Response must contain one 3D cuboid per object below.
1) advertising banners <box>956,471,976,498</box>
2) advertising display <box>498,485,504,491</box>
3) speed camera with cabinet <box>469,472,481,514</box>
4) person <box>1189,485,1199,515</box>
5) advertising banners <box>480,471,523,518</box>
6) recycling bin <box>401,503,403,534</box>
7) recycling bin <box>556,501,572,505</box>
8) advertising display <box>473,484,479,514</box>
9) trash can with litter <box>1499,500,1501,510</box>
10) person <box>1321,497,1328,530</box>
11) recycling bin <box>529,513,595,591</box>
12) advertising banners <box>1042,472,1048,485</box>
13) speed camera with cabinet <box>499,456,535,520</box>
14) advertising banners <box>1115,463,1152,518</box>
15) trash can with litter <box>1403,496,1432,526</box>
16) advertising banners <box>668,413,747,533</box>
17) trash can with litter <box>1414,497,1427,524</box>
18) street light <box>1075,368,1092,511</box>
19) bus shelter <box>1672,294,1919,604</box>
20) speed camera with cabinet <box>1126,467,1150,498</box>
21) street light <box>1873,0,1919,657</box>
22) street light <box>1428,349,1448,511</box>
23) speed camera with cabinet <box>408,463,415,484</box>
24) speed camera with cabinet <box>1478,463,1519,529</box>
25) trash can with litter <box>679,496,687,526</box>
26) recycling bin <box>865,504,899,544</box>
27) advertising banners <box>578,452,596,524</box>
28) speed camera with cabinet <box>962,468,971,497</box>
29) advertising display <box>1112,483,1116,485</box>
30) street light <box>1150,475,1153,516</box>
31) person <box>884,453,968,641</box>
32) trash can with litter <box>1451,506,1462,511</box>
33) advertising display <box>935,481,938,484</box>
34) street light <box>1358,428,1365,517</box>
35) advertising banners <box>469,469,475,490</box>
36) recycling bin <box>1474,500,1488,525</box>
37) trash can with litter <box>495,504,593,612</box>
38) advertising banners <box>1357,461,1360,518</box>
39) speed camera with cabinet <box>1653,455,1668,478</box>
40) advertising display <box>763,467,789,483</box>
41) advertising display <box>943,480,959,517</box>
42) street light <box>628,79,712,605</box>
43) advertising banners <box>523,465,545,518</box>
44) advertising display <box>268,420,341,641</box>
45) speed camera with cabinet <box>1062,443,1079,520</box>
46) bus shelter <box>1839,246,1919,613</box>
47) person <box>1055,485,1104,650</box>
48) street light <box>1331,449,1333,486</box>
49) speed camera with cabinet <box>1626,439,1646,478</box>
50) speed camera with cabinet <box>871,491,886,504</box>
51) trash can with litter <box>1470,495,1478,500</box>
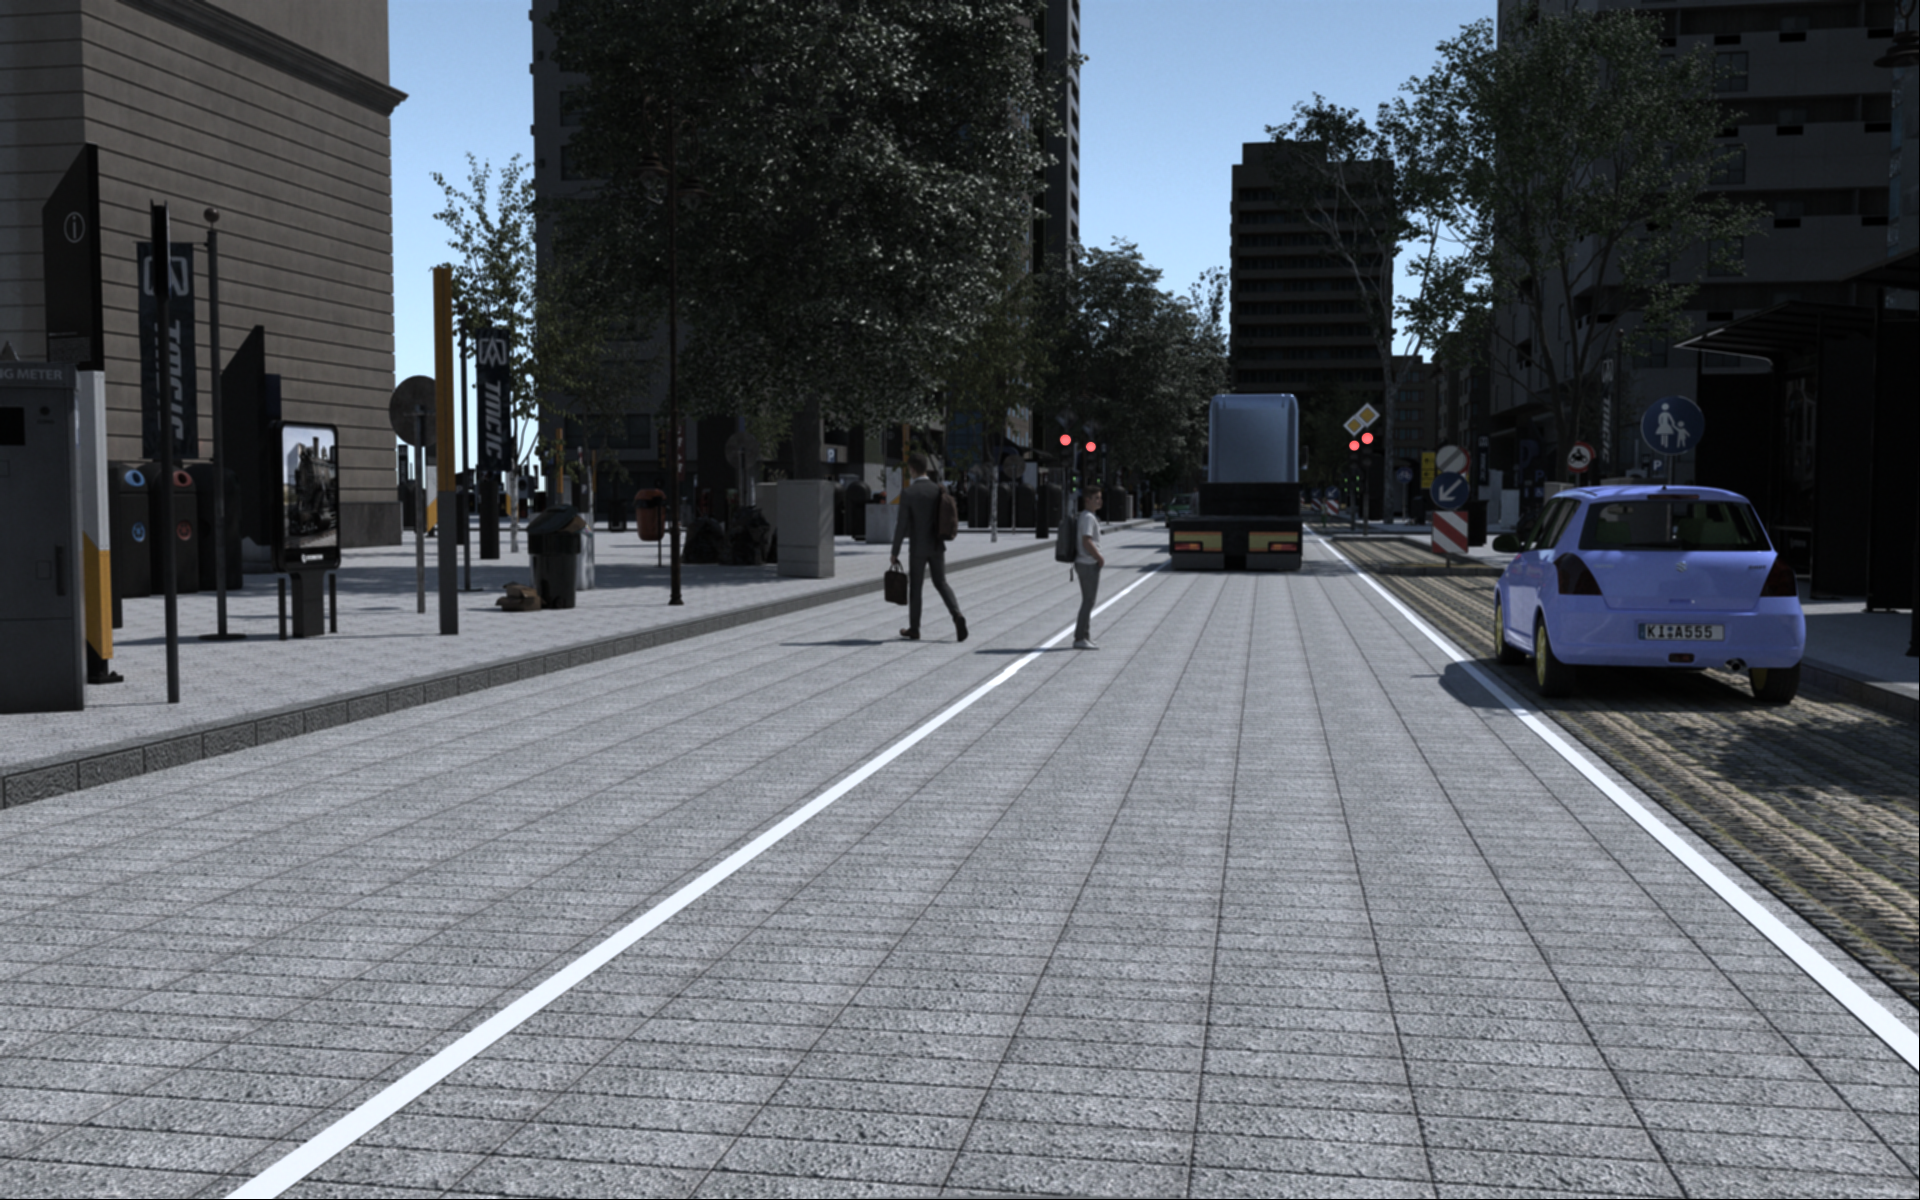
[{"bbox_3d":[0.474,-8.088,128.422,0.090,3.025,2.074,-3,5,-44],"label":"advertising banners"},{"bbox_3d":[-32.838,-7.195,122.845,0.974,1.923,0.123,1,4,12],"label":"advertising display"},{"bbox_3d":[-30.876,-7.087,110.207,0.660,3.252,2.038,2,4,31],"label":"speed camera with cabinet"},{"bbox_3d":[9.652,-3.793,70.791,0.678,1.792,0.850,2,4,26],"label":"person"},{"bbox_3d":[-23.889,-5.729,89.857,2.074,3.025,0.090,0,4,-6],"label":"advertising banners"},{"bbox_3d":[-18.533,-2.669,56.188,0.722,1.027,0.722,-2,4,-32],"label":"recycling bin"},{"bbox_3d":[-15.215,-3.350,67.320,0.722,1.027,0.722,1,4,21],"label":"recycling bin"},{"bbox_3d":[-31.831,-6.668,114.241,0.123,1.923,0.974,1,4,15],"label":"advertising display"},{"bbox_3d":[28.707,-4.970,92.642,0.624,1.170,1.055,2,4,35],"label":"trash can with litter"},{"bbox_3d":[14.528,-3.440,69.000,0.306,1.304,0.590,2,4,31],"label":"person"},{"bbox_3d":[-5.335,-0.652,23.221,0.722,1.027,0.722,0,4,1],"label":"recycling bin"},{"bbox_3d":[7.622,-8.705,138.507,2.074,3.025,0.090,0,3,0],"label":"advertising banners"},{"bbox_3d":[-22.169,-5.626,86.315,2.038,3.252,0.660,2,4,27],"label":"speed camera with cabinet"},{"bbox_3d":[9.323,-5.945,93.389,2.074,3.025,0.090,1,4,15],"label":"advertising banners"},{"bbox_3d":[19.014,-3.635,70.496,2.233,1.210,1.678,0,4,1],"label":"trash can with litter"},{"bbox_3d":[-5.366,-2.466,36.513,2.074,3.025,0.090,2,4,29],"label":"advertising banners"},{"bbox_3d":[19.294,-3.756,72.791,0.624,1.170,1.055,1,4,15],"label":"trash can with litter"},{"bbox_3d":[4.520,-5.546,63.469,0.468,5.910,1.993,1,4,10],"label":"street light"},{"bbox_3d":[11.390,-1.993,23.876,1.731,3.624,6.357,1,4,10],"label":"bus shelter"},{"bbox_3d":[10.925,-7.039,109.424,2.038,3.252,0.660,1,4,14],"label":"speed camera with cabinet"},{"bbox_3d":[7.582,-2.492,13.524,0.468,5.910,1.993,1,4,10],"label":"street light"},{"bbox_3d":[14.350,-4.854,52.148,0.468,5.910,1.993,1,4,10],"label":"street light"},{"bbox_3d":[-34.886,-7.003,108.832,0.660,3.252,2.038,2,4,32],"label":"speed camera with cabinet"},{"bbox_3d":[20.141,-4.260,63.988,0.660,3.252,2.038,-2,4,-31],"label":"speed camera with cabinet"},{"bbox_3d":[-10.951,-3.605,69.996,1.678,1.210,2.233,1,4,12],"label":"trash can with litter"},{"bbox_3d":[-1.990,-1.979,44.918,0.722,1.027,0.722,1,4,22],"label":"recycling bin"},{"bbox_3d":[-15.765,-4.708,73.157,0.090,3.025,2.074,0,4,6],"label":"advertising banners"},{"bbox_3d":[0.417,-8.333,130.587,0.660,3.252,2.038,3,5,45],"label":"speed camera with cabinet"},{"bbox_3d":[8.917,-5.861,101.048,0.974,1.923,0.123,1,4,8],"label":"advertising display"},{"bbox_3d":[11.300,-7.911,102.128,0.468,5.910,1.993,1,4,10],"label":"street light"},{"bbox_3d":[-0.331,-0.517,16.910,0.622,1.834,0.822,-3,4,-38],"label":"person"},{"bbox_3d":[14.846,-2.424,51.015,0.624,1.170,1.055,-1,4,-9],"label":"trash can with litter"},{"bbox_3d":[-0.808,-5.109,88.753,0.974,1.923,0.123,-2,4,-31],"label":"advertising display"},{"bbox_3d":[22.109,-7.517,95.698,0.468,5.910,1.993,1,4,10],"label":"street light"},{"bbox_3d":[-34.168,-7.497,118.762,2.074,3.025,0.090,-3,5,-41],"label":"advertising banners"},{"bbox_3d":[21.338,-3.610,71.577,0.722,1.027,0.722,-3,5,-41],"label":"recycling bin"},{"bbox_3d":[-4.619,-0.479,19.216,0.624,1.170,1.055,2,4,27],"label":"trash can with litter"},{"bbox_3d":[21.697,-5.929,93.133,0.090,3.025,2.074,2,4,35],"label":"advertising banners"},{"bbox_3d":[32.220,-5.290,80.825,0.660,3.252,2.038,-2,4,-25],"label":"speed camera with cabinet"},{"bbox_3d":[-4.359,-2.200,41.190,0.123,1.923,0.974,2,4,26],"label":"advertising display"},{"bbox_3d":[-0.419,-4.465,78.219,0.123,1.923,0.974,-3,5,-45],"label":"advertising display"},{"bbox_3d":[-3.290,-2.880,19.881,0.468,5.910,1.993,1,4,10],"label":"street light"},{"bbox_3d":[-23.421,-5.918,92.951,2.074,3.025,0.090,0,4,7],"label":"advertising banners"},{"bbox_3d":[-5.872,-0.632,15.555,0.123,1.923,0.974,1,4,9],"label":"advertising display"},{"bbox_3d":[4.289,-4.483,67.635,0.660,3.252,2.038,0,4,2],"label":"speed camera with cabinet"},{"bbox_3d":[9.798,-1.490,15.642,1.731,3.624,6.357,1,4,10],"label":"bus shelter"},{"bbox_3d":[1.172,-0.302,16.034,0.523,1.515,0.503,-3,4,-38],"label":"person"},{"bbox_3d":[28.906,-9.879,134.316,0.468,5.910,1.993,1,4,10],"label":"street light"},{"bbox_3d":[23.802,-4.194,62.912,2.038,3.252,0.660,1,4,22],"label":"speed camera with cabinet"},{"bbox_3d":[-3.409,-5.585,85.656,2.038,3.252,0.660,0,4,1],"label":"speed camera with cabinet"},{"bbox_3d":[30.306,-5.623,102.996,1.678,1.210,2.233,-3,5,-40],"label":"trash can with litter"}]
